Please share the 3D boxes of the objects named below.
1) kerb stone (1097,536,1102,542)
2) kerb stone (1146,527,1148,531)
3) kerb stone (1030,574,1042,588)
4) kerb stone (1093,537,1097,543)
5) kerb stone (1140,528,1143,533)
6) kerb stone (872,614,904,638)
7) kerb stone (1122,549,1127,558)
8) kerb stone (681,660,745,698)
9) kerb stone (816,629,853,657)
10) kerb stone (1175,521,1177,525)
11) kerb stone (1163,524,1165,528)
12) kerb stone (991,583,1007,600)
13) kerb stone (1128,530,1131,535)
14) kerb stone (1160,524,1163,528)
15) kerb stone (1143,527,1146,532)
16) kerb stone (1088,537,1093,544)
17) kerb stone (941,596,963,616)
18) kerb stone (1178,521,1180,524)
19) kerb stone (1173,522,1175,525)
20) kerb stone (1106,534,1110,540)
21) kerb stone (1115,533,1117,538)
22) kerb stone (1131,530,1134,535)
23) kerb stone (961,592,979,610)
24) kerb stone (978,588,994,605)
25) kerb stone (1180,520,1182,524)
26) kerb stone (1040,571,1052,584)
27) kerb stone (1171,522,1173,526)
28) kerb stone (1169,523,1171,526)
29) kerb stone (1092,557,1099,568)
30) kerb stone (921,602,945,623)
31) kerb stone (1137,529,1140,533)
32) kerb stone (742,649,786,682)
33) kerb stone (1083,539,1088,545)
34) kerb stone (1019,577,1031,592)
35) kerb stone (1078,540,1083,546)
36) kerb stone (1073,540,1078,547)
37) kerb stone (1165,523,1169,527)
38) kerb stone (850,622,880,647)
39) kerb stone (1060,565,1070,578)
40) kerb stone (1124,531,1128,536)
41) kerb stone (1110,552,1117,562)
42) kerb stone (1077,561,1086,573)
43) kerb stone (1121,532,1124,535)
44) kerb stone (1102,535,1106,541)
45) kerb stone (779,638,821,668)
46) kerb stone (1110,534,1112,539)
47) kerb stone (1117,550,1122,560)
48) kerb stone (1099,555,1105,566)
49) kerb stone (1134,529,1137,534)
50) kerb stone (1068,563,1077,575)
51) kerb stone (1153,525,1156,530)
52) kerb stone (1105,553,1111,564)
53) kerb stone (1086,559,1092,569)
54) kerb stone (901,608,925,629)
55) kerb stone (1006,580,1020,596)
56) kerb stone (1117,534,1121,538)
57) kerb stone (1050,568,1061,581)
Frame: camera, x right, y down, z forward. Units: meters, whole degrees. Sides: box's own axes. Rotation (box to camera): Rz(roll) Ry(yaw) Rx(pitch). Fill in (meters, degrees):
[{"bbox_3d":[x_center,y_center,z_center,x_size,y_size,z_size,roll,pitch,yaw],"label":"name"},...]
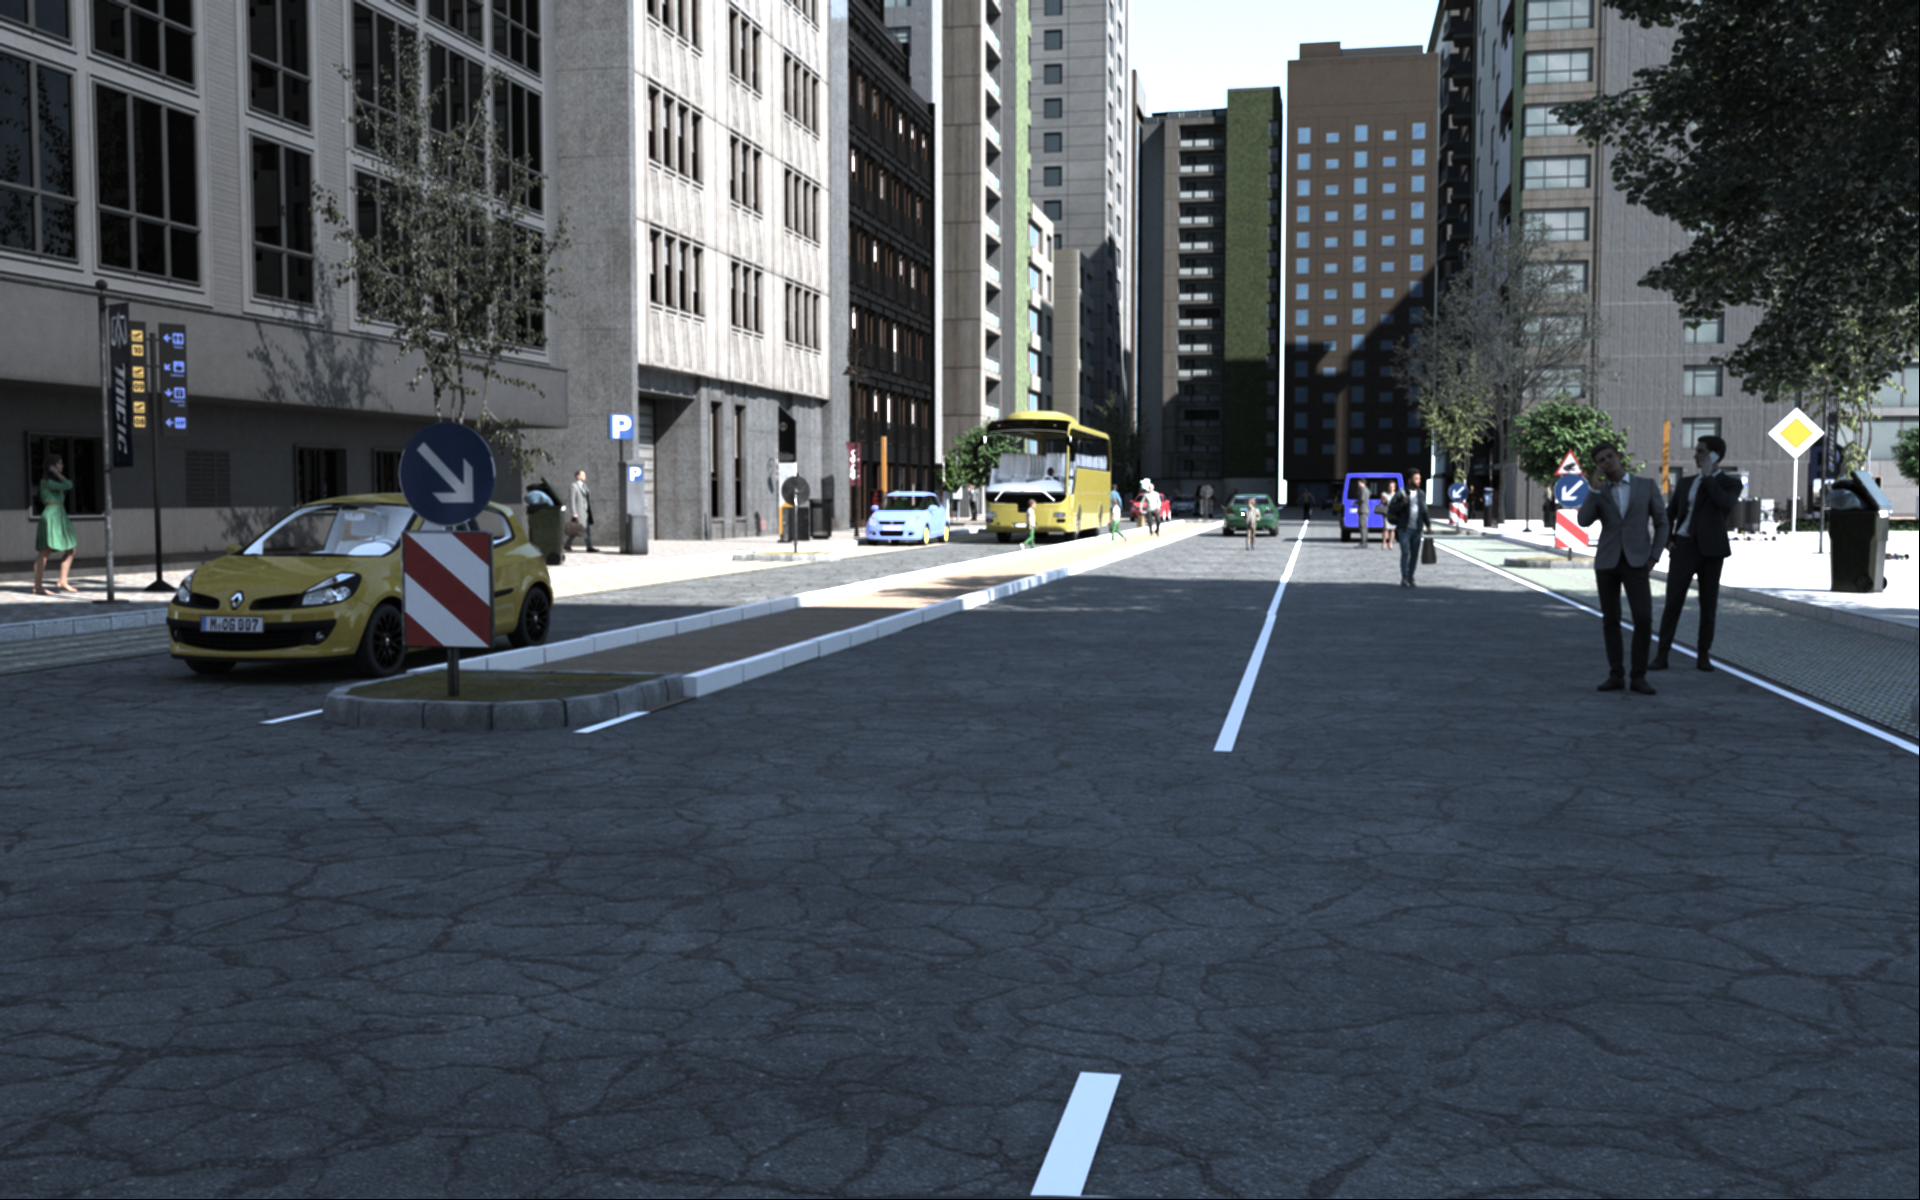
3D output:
[{"bbox_3d":[3.990,-1.776,51.232,0.120,0.150,1.000,1,4,12],"label":"kerb stone"},{"bbox_3d":[6.897,-2.636,65.286,0.120,0.150,1.000,1,4,12],"label":"kerb stone"},{"bbox_3d":[1.087,-0.272,26.711,0.120,0.150,1.000,1,4,12],"label":"kerb stone"},{"bbox_3d":[3.792,-1.715,50.229,0.120,0.150,1.000,1,4,12],"label":"kerb stone"},{"bbox_3d":[6.481,-2.511,63.270,0.120,0.150,1.000,1,4,12],"label":"kerb stone"},{"bbox_3d":[-0.770,0.276,17.684,0.120,0.150,1.000,1,4,12],"label":"kerb stone"},{"bbox_3d":[3.568,-1.011,38.771,0.120,0.150,1.000,1,4,12],"label":"kerb stone"},{"bbox_3d":[-1.807,0.583,12.662,0.120,0.150,1.000,1,4,12],"label":"kerb stone"},{"bbox_3d":[-1.185,0.399,15.679,0.120,0.150,1.000,1,4,12],"label":"kerb stone"},{"bbox_3d":[9.588,-3.427,78.342,0.120,0.150,1.000,1,4,12],"label":"kerb stone"},{"bbox_3d":[8.350,-3.064,72.315,0.120,0.150,1.000,1,4,12],"label":"kerb stone"},{"bbox_3d":[0.466,-0.092,23.702,0.120,0.150,1.000,1,4,12],"label":"kerb stone"},{"bbox_3d":[5.655,-2.267,59.255,0.120,0.150,1.000,1,4,12],"label":"kerb stone"},{"bbox_3d":[8.136,-3.004,71.304,0.120,0.150,1.000,1,4,12],"label":"kerb stone"},{"bbox_3d":[6.691,-2.569,64.285,0.120,0.150,1.000,1,4,12],"label":"kerb stone"},{"bbox_3d":[3.586,-1.653,49.216,0.120,0.150,1.000,1,4,12],"label":"kerb stone"},{"bbox_3d":[-0.157,0.092,20.699,0.120,0.150,1.000,1,4,12],"label":"kerb stone"},{"bbox_3d":[9.996,-3.556,80.345,0.120,0.150,1.000,1,4,12],"label":"kerb stone"},{"bbox_3d":[9.371,-3.373,77.339,0.120,0.150,1.000,1,4,12],"label":"kerb stone"},{"bbox_3d":[4.413,-1.899,53.242,0.120,0.150,1.000,1,4,12],"label":"kerb stone"},{"bbox_3d":[4.820,-2.021,55.246,0.120,0.150,1.000,1,4,12],"label":"kerb stone"},{"bbox_3d":[5.861,-2.326,60.262,0.120,0.150,1.000,1,4,12],"label":"kerb stone"},{"bbox_3d":[0.057,0.034,21.699,0.120,0.150,1.000,1,4,12],"label":"kerb stone"},{"bbox_3d":[0.261,-0.025,22.701,0.120,0.150,1.000,1,4,12],"label":"kerb stone"},{"bbox_3d":[10.206,-3.617,81.348,0.120,0.150,1.000,1,4,12],"label":"kerb stone"},{"bbox_3d":[1.294,-0.337,27.713,0.120,0.150,1.000,1,4,12],"label":"kerb stone"},{"bbox_3d":[9.170,-3.311,76.336,0.120,0.150,1.000,1,4,12],"label":"kerb stone"},{"bbox_3d":[8.966,-3.249,75.334,0.120,0.150,1.000,1,4,12],"label":"kerb stone"},{"bbox_3d":[2.540,-0.703,33.746,0.120,0.150,1.000,1,4,12],"label":"kerb stone"},{"bbox_3d":[-0.361,0.155,19.698,0.120,0.150,1.000,1,4,12],"label":"kerb stone"},{"bbox_3d":[6.274,-2.447,62.269,0.120,0.150,1.000,1,4,12],"label":"kerb stone"},{"bbox_3d":[-1.603,0.529,13.664,0.120,0.150,1.000,1,4,12],"label":"kerb stone"},{"bbox_3d":[3.372,-1.591,48.216,0.120,0.150,1.000,1,4,12],"label":"kerb stone"},{"bbox_3d":[0.879,-0.215,25.710,0.120,0.150,1.000,1,4,12],"label":"kerb stone"},{"bbox_3d":[3.164,-1.530,47.212,0.120,0.150,1.000,1,4,12],"label":"kerb stone"},{"bbox_3d":[2.951,-1.468,46.211,0.120,0.150,1.000,1,4,12],"label":"kerb stone"},{"bbox_3d":[8.761,-3.186,74.323,0.120,0.150,1.000,1,4,12],"label":"kerb stone"},{"bbox_3d":[-0.978,0.344,16.681,0.120,0.150,1.000,1,4,12],"label":"kerb stone"},{"bbox_3d":[1.711,-0.454,29.715,0.120,0.150,1.000,1,4,12],"label":"kerb stone"},{"bbox_3d":[5.447,-2.205,58.254,0.120,0.150,1.000,1,4,12],"label":"kerb stone"},{"bbox_3d":[3.158,-0.891,36.766,0.120,0.150,1.000,1,4,12],"label":"kerb stone"},{"bbox_3d":[2.128,-0.584,31.736,0.120,0.150,1.000,1,4,12],"label":"kerb stone"},{"bbox_3d":[5.234,-2.139,57.254,0.120,0.150,1.000,1,4,12],"label":"kerb stone"},{"bbox_3d":[4.203,-1.831,52.242,0.120,0.150,1.000,1,4,12],"label":"kerb stone"},{"bbox_3d":[-1.400,0.464,14.680,0.120,0.150,1.000,1,4,12],"label":"kerb stone"},{"bbox_3d":[4.619,-1.960,54.244,0.120,0.150,1.000,1,4,12],"label":"kerb stone"},{"bbox_3d":[3.366,-0.953,37.769,0.120,0.150,1.000,1,4,12],"label":"kerb stone"},{"bbox_3d":[2.741,-0.768,34.748,0.120,0.150,1.000,1,4,12],"label":"kerb stone"},{"bbox_3d":[6.062,-2.389,61.265,0.120,0.150,1.000,1,4,12],"label":"kerb stone"},{"bbox_3d":[1.911,-0.521,30.720,0.120,0.150,1.000,1,4,12],"label":"kerb stone"},{"bbox_3d":[7.515,-2.815,68.301,0.120,0.150,1.000,1,4,12],"label":"kerb stone"},{"bbox_3d":[2.954,-0.826,35.751,0.120,0.150,1.000,1,4,12],"label":"kerb stone"},{"bbox_3d":[2.321,-0.645,32.740,0.120,0.150,1.000,1,4,12],"label":"kerb stone"},{"bbox_3d":[-0.576,0.219,18.689,0.120,0.150,1.000,1,4,12],"label":"kerb stone"},{"bbox_3d":[0.676,-0.153,24.703,0.120,0.150,1.000,1,4,12],"label":"kerb stone"},{"bbox_3d":[5.034,-2.083,56.249,0.120,0.150,1.000,1,4,12],"label":"kerb stone"},{"bbox_3d":[1.497,-0.399,28.715,0.120,0.150,1.000,1,4,12],"label":"kerb stone"}]
